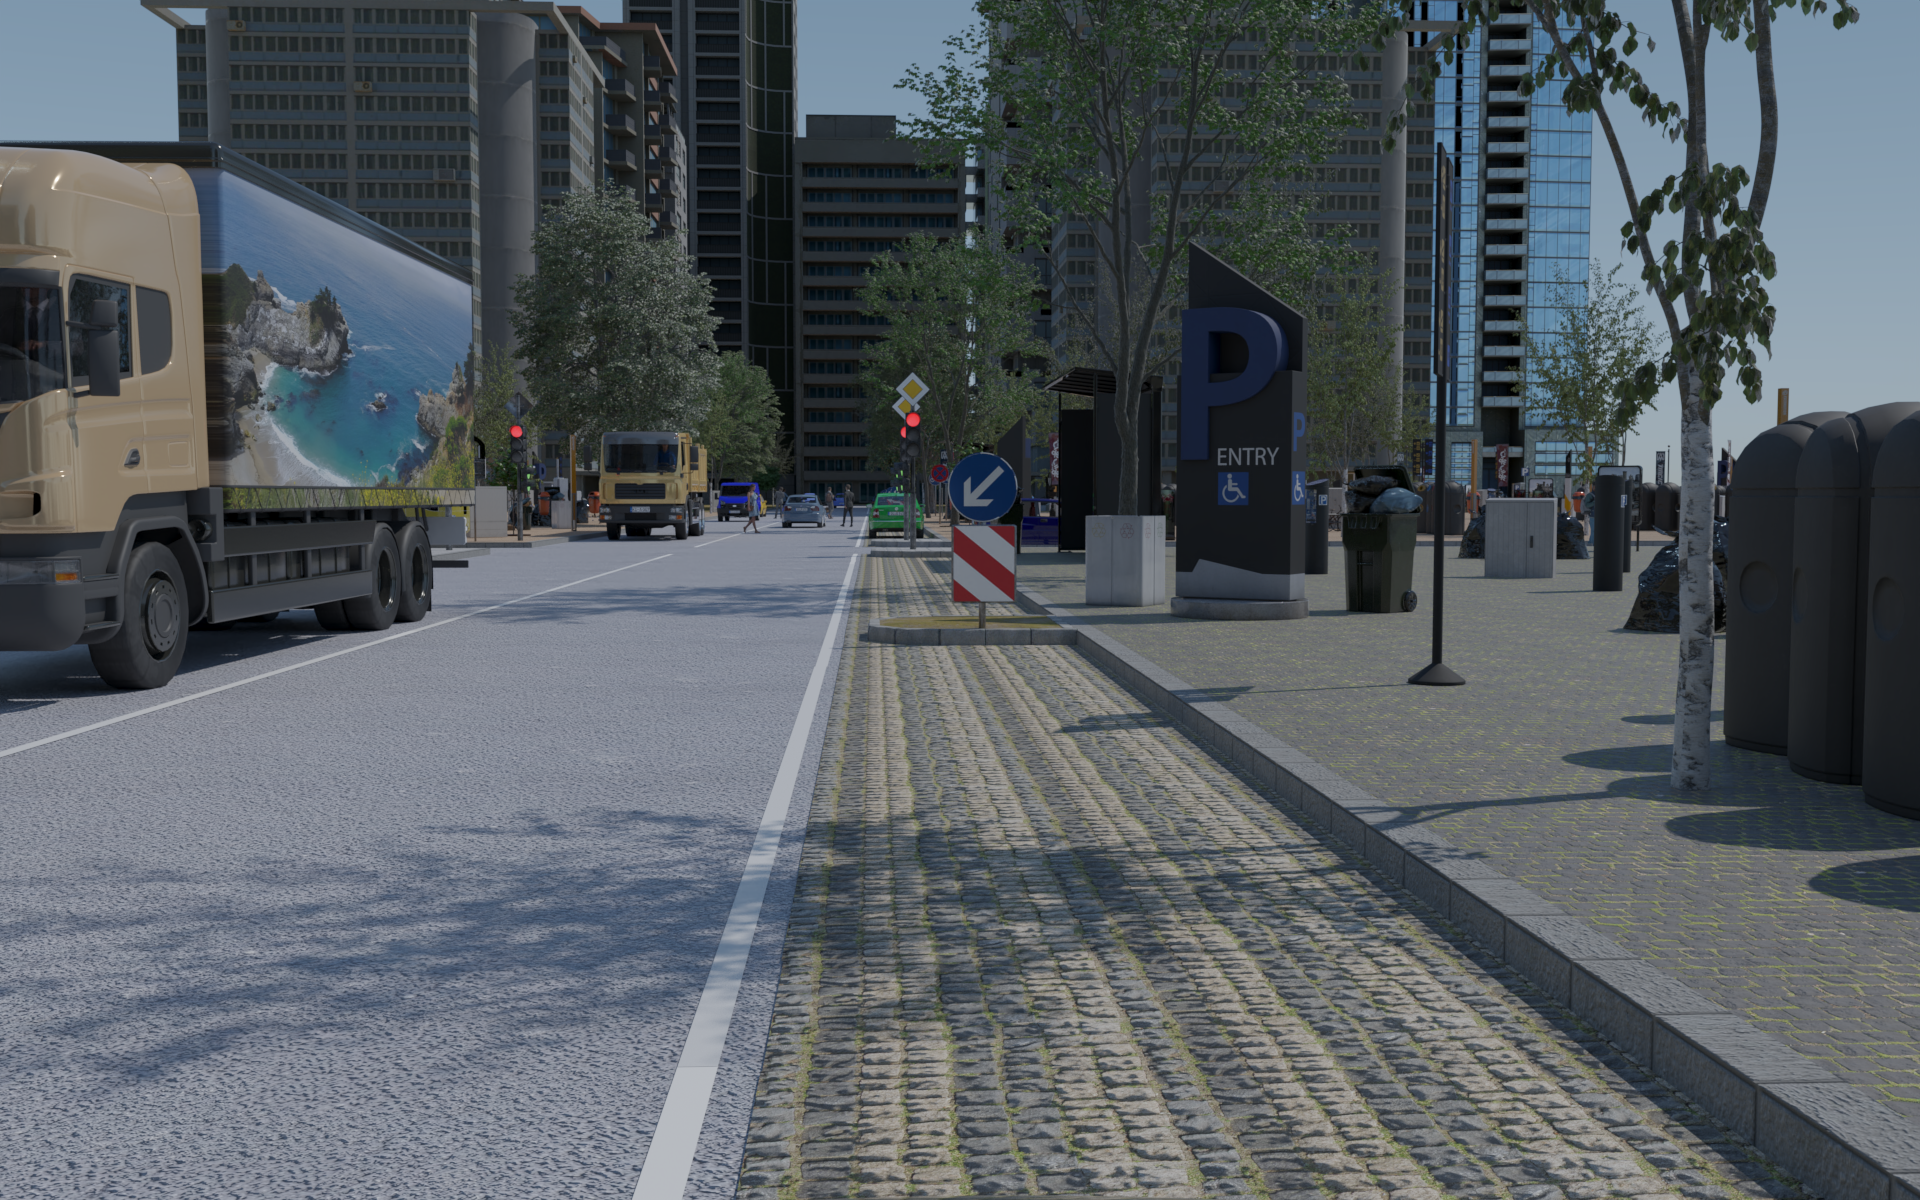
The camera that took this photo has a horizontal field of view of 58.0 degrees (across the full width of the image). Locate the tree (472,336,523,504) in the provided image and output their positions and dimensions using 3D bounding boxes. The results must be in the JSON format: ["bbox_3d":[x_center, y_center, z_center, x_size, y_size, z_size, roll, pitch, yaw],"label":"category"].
[{"bbox_3d":[-22.511,-7.765,77.317,4.360,8.622,3.978,0,3,0],"label":"tree"}]

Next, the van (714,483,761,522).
[{"bbox_3d":[-11.647,-5.317,91.320,2.240,2.365,5.245,0,4,-2],"label":"van"}]

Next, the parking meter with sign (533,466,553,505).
[{"bbox_3d":[-25.342,-6.731,106.311,1.738,3.016,0.543,0,4,2],"label":"parking meter with sign"}]

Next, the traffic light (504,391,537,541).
[{"bbox_3d":[-12.053,-3.579,47.431,0.839,4.253,0.868,0,4,-3],"label":"traffic light"}]

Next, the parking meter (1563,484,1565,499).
[{"bbox_3d":[42.204,-7.022,120.527,0.255,1.863,0.399,3,4,36],"label":"parking meter"}]

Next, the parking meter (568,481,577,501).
[{"bbox_3d":[-17.385,-4.402,77.687,0.399,1.863,0.255,0,4,-7],"label":"parking meter"}]

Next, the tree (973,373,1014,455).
[{"bbox_3d":[2.573,-9.271,101.943,4.737,8.622,4.395,0,3,0],"label":"tree"}]

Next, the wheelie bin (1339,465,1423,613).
[{"bbox_3d":[4.582,-0.670,18.855,0.693,1.594,0.980,-3,5,-44],"label":"wheelie bin"}]

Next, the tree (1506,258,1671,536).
[{"bbox_3d":[19.131,-6.297,53.318,4.737,8.622,4.395,0,3,0],"label":"tree"}]

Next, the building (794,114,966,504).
[{"bbox_3d":[-10.345,-36.765,224.808,21.600,48.544,21.300,0,4,-3],"label":"building"}]

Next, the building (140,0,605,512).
[{"bbox_3d":[-41.294,-26.969,132.816,32.217,40.220,23.993,0,4,-3],"label":"building"}]

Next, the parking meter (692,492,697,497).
[{"bbox_3d":[-16.275,-5.970,106.025,0.372,1.533,0.369,0,3,0],"label":"parking meter"}]

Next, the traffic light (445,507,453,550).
[{"bbox_3d":[-11.654,-3.091,39.456,0.839,4.253,0.868,0,4,-3],"label":"traffic light"}]

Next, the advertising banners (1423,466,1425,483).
[{"bbox_3d":[28.512,-6.826,107.797,0.090,3.025,2.074,0,4,-8],"label":"advertising banners"}]

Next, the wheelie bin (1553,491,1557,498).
[{"bbox_3d":[38.998,-6.512,114.386,0.693,1.594,0.980,3,4,37],"label":"wheelie bin"}]

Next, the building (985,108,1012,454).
[{"bbox_3d":[9.551,-30.583,183.628,14.154,41.232,14.086,0,4,-3],"label":"building"}]

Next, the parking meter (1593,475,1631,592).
[{"bbox_3d":[8.590,-0.888,22.931,0.372,1.533,0.369,0,3,0],"label":"parking meter"}]

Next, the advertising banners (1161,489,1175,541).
[{"bbox_3d":[6.426,-3.164,47.918,2.074,3.025,0.090,-1,4,-13],"label":"advertising banners"}]

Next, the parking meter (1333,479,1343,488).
[{"bbox_3d":[15.126,-3.891,69.328,0.255,1.863,0.399,-2,4,-34],"label":"parking meter"}]

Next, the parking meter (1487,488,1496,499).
[{"bbox_3d":[23.888,-4.248,77.862,0.372,1.533,0.369,0,3,0],"label":"parking meter"}]

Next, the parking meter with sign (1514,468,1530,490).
[{"bbox_3d":[36.919,-7.223,114.355,0.543,3.016,1.738,3,5,45],"label":"parking meter with sign"}]

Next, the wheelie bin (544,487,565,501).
[{"bbox_3d":[-17.020,-3.946,72.419,0.980,1.594,0.693,0,4,-7],"label":"wheelie bin"}]

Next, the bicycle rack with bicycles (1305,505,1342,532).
[{"bbox_3d":[12.092,-2.738,58.152,2.925,0.926,2.852,-1,4,-13],"label":"bicycle rack with bicycles"}]

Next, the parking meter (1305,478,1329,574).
[{"bbox_3d":[5.717,-1.183,27.758,0.372,1.533,0.369,0,3,0],"label":"parking meter"}]

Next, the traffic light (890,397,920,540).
[{"bbox_3d":[-1.506,-3.612,47.972,0.839,4.253,0.868,0,4,-3],"label":"traffic light"}]

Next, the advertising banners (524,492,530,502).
[{"bbox_3d":[-21.893,-5.572,87.294,0.090,3.025,2.074,0,4,-3],"label":"advertising banners"}]

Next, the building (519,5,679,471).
[{"bbox_3d":[-37.795,-30.865,159.265,22.147,44.769,28.867,0,4,-3],"label":"building"}]

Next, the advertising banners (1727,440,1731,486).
[{"bbox_3d":[25.263,-3.695,56.602,0.090,3.025,2.074,2,4,35],"label":"advertising banners"}]

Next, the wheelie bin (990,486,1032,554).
[{"bbox_3d":[0.997,-1.795,37.251,0.693,1.594,0.980,-1,4,-18],"label":"wheelie bin"}]

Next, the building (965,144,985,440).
[{"bbox_3d":[15.627,-37.156,227.104,30.456,49.044,23.786,0,4,-3],"label":"building"}]

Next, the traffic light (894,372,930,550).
[{"bbox_3d":[-1.107,-3.124,39.997,0.839,4.253,0.868,0,4,-3],"label":"traffic light"}]

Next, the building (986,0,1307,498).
[{"bbox_3d":[16.910,-35.084,162.866,28.713,52.752,27.495,0,4,-3],"label":"building"}]

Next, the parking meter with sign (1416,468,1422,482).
[{"bbox_3d":[29.776,-7.229,114.463,0.543,3.016,1.738,-2,4,-26],"label":"parking meter with sign"}]

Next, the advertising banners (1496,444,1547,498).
[{"bbox_3d":[19.327,-3.886,59.719,0.090,3.025,2.074,-3,4,-36],"label":"advertising banners"}]

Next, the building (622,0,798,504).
[{"bbox_3d":[-31.346,-47.906,221.519,20.611,71.187,20.563,0,4,-3],"label":"building"}]

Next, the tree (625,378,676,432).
[{"bbox_3d":[-19.541,-9.616,107.590,4.360,8.622,3.978,0,3,0],"label":"tree"}]

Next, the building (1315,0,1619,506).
[{"bbox_3d":[51.785,-53.136,181.443,31.000,86.520,22.319,0,4,-3],"label":"building"}]

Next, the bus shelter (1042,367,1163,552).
[{"bbox_3d":[2.815,-2.679,35.093,1.731,3.624,6.357,0,4,-3],"label":"bus shelter"}]

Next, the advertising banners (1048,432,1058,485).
[{"bbox_3d":[3.209,-3.198,48.471,0.090,3.025,2.074,-3,5,-42],"label":"advertising banners"}]

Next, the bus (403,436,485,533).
[{"bbox_3d":[-18.423,-3.178,43.513,12.252,3.916,2.896,0,4,-4],"label":"bus"}]

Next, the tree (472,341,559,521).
[{"bbox_3d":[-21.491,-8.101,82.821,4.737,8.622,4.395,0,3,0],"label":"tree"}]

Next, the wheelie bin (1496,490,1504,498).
[{"bbox_3d":[37.326,-6.867,120.178,0.693,1.594,0.980,3,5,40],"label":"wheelie bin"}]

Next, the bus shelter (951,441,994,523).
[{"bbox_3d":[0.577,-5.389,79.385,1.731,3.624,6.357,0,4,-3],"label":"bus shelter"}]

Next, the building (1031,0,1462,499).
[{"bbox_3d":[20.126,-27.258,137.557,32.217,40.220,23.993,0,4,-3],"label":"building"}]

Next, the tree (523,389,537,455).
[{"bbox_3d":[-29.850,-10.064,114.914,4.360,8.622,3.978,0,3,0],"label":"tree"}]

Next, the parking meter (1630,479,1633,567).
[{"bbox_3d":[10.798,-1.220,28.363,0.372,1.533,0.369,0,3,0],"label":"parking meter"}]

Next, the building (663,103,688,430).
[{"bbox_3d":[-36.078,-30.523,182.637,14.086,41.232,14.154,0,4,-3],"label":"building"}]
